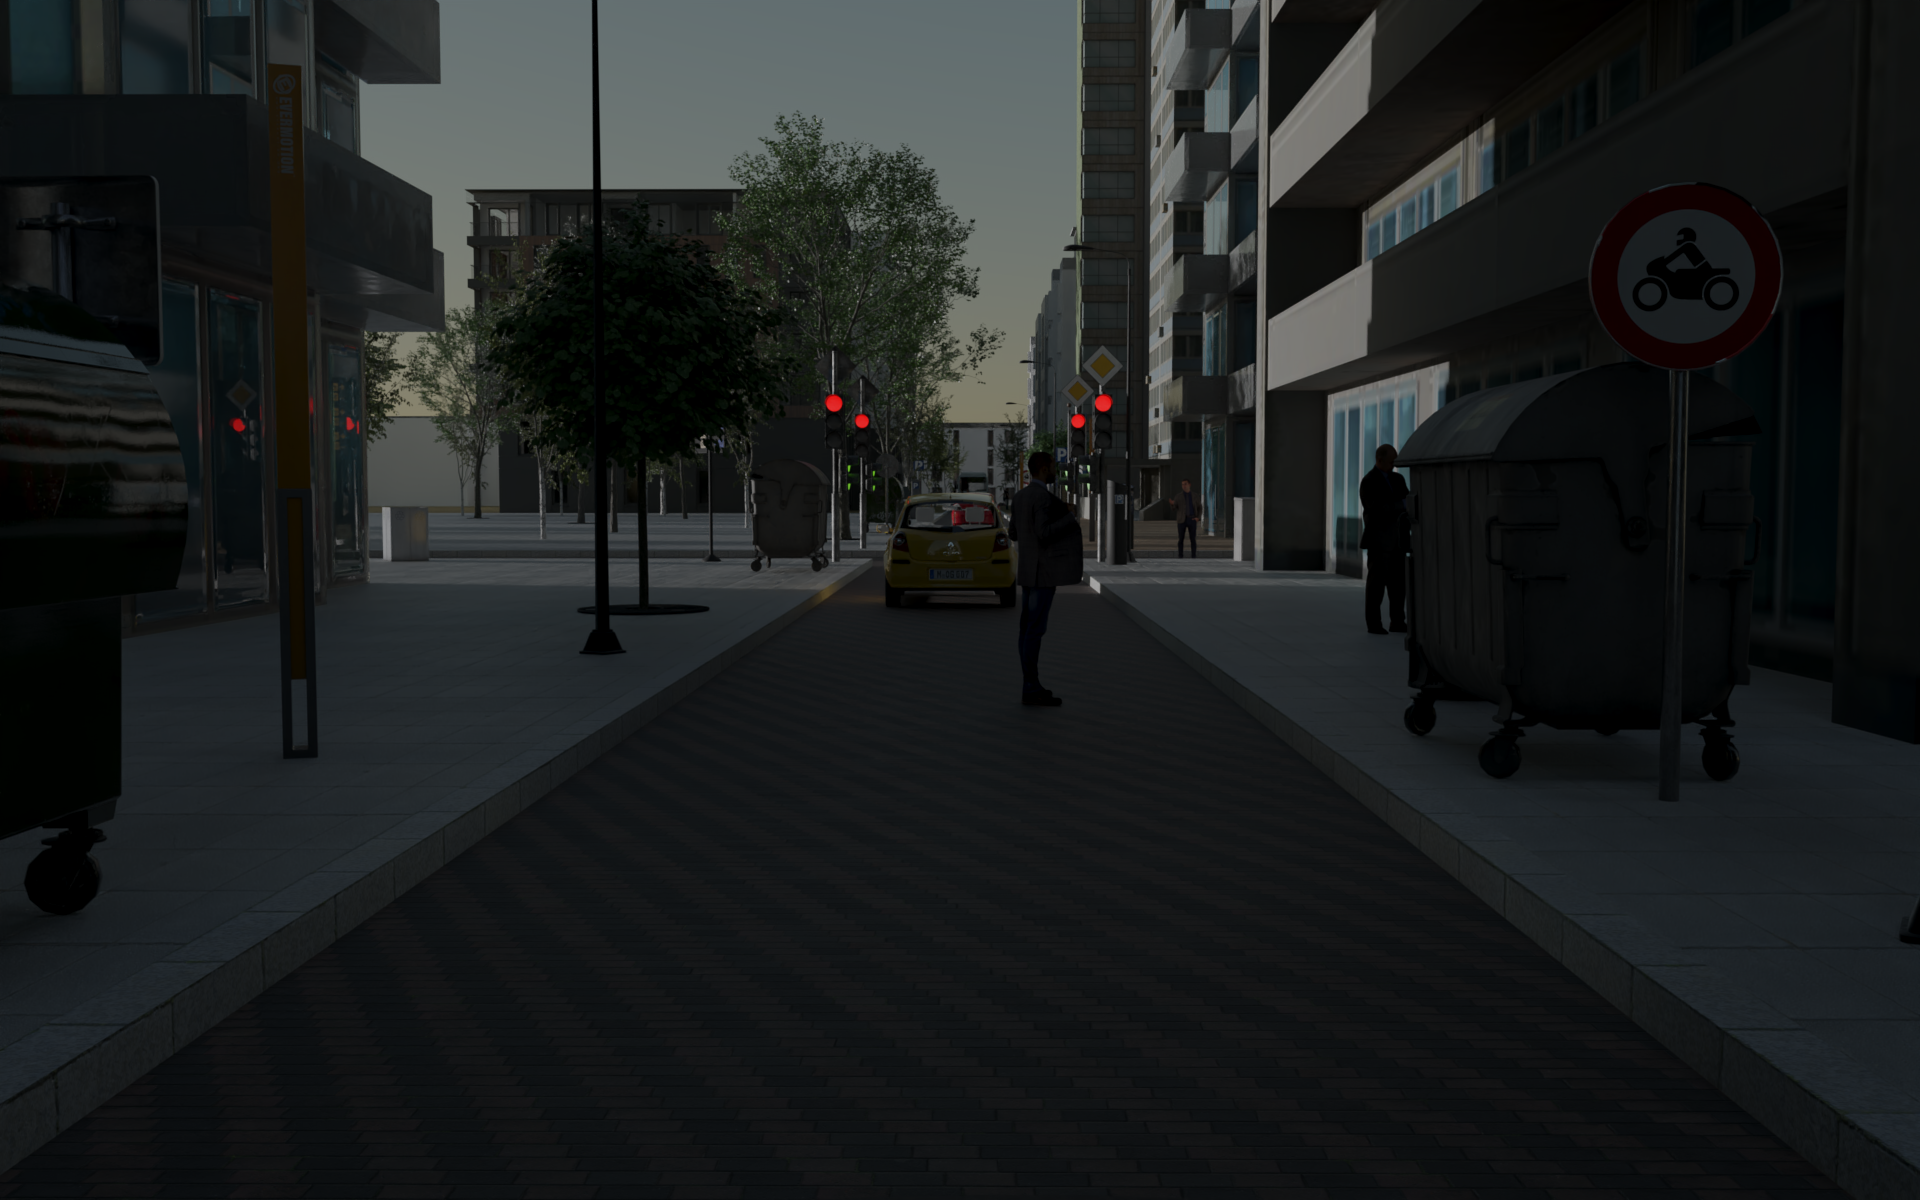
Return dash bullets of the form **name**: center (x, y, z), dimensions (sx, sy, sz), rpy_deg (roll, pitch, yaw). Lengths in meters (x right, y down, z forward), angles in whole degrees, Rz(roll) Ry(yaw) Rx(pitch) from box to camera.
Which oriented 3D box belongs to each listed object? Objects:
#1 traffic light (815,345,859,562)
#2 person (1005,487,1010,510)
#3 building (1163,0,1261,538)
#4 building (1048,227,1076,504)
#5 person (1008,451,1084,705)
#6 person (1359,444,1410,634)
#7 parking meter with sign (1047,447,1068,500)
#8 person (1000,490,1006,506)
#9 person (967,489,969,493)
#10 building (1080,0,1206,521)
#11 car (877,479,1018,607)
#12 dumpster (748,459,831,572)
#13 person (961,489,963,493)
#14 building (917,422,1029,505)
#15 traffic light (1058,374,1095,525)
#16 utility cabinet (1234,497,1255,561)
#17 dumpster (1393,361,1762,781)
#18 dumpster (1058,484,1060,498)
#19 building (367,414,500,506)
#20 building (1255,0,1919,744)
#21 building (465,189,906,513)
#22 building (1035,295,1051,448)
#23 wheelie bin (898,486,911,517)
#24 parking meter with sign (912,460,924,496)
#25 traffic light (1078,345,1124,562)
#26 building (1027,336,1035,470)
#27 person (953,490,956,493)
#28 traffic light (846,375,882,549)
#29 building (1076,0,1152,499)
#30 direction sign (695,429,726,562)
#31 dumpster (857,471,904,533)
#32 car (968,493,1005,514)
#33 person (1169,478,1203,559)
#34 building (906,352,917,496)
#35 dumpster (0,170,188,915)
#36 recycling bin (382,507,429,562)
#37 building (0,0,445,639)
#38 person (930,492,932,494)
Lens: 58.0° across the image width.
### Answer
- **traffic light**: center (-2.336, -2.681, 32.763), dimensions (0.839, 4.253, 0.868), rpy_deg (0, 4, 1)
- **person**: center (3.806, -8.067, 137.949), dimensions (0.705, 1.822, 1.348), rpy_deg (0, 4, -4)
- **building**: center (21.714, -26.542, 53.569), dimensions (30.456, 49.044, 23.786), rpy_deg (0, 4, 1)
- **building**: center (14.614, -16.632, 128.359), dimensions (16.016, 20.091, 11.380), rpy_deg (0, 4, 1)
- **person**: center (0.596, -0.159, 11.924), dimensions (0.431, 1.722, 0.655), rpy_deg (-1, 4, -13)
- **person**: center (3.971, -0.559, 15.876), dimensions (0.600, 1.739, 0.565), rpy_deg (2, 4, 26)
- **parking meter with sign**: center (3.385, -4.237, 65.535), dimensions (0.543, 3.016, 1.738), rpy_deg (-2, 4, -29)
- **person**: center (4.673, -10.848, 184.131), dimensions (1.217, 1.735, 0.721), rpy_deg (-3, 5, -43)
- **person**: center (0.580, -7.562, 132.229), dimensions (0.705, 1.812, 1.348), rpy_deg (-3, 5, -43)
- **building**: center (22.701, -24.287, 88.969), dimensions (32.217, 40.220, 23.993), rpy_deg (0, 4, 1)
- **car**: center (-0.138, -0.808, 23.440), dimensions (2.015, 1.641, 3.980), rpy_deg (0, 4, -1)
- **dumpster**: center (-2.869, -1.433, 29.196), dimensions (1.264, 1.857, 1.865), rpy_deg (0, 4, 0)
- **person**: center (0.129, -7.148, 125.385), dimensions (0.705, 1.821, 1.348), rpy_deg (2, 4, 35)
- **building**: center (8.583, -16.220, 207.351), dimensions (28.070, 9.664, 9.099), rpy_deg (0, 4, 1)
- **traffic light**: center (2.738, -3.168, 40.719), dimensions (0.839, 4.253, 0.868), rpy_deg (0, 4, 1)
- **utility cabinet**: center (5.810, -1.367, 33.511), dimensions (1.020, 1.237, 0.306), rpy_deg (-2, 4, -24)
- **dumpster**: center (2.950, -0.164, 8.446), dimensions (1.264, 1.857, 1.865), rpy_deg (0, 4, 0)
- **dumpster**: center (3.495, -3.953, 70.392), dimensions (1.264, 1.857, 1.865), rpy_deg (0, 4, 0)
- **building**: center (-51.422, -14.881, 185.459), dimensions (28.070, 9.664, 9.099), rpy_deg (0, 4, 1)
- **building**: center (15.630, -24.102, 17.773), dimensions (21.300, 48.544, 21.600), rpy_deg (0, 4, 1)
- **building**: center (-18.971, -17.648, 132.520), dimensions (27.936, 21.610, 32.646), rpy_deg (0, 4, 1)
- **building**: center (15.944, -18.082, 162.090), dimensions (16.747, 18.905, 31.486), rpy_deg (0, 4, 1)
- **wheelie bin**: center (-2.453, -3.883, 71.390), dimensions (0.980, 1.594, 0.693), rpy_deg (-2, 4, -30)
- **parking meter with sign**: center (-2.247, -5.657, 88.751), dimensions (0.543, 3.016, 1.738), rpy_deg (0, 4, 8)
- **traffic light**: center (2.666, -2.680, 32.734), dimensions (0.839, 4.253, 0.868), rpy_deg (0, 4, 1)
- **building**: center (15.230, -20.002, 183.453), dimensions (16.016, 20.091, 11.380), rpy_deg (0, 4, 1)
- **person**: center (-0.338, -8.174, 142.861), dimensions (0.721, 1.736, 1.217), rpy_deg (0, 4, 1)
- **traffic light**: center (-2.263, -3.170, 40.748), dimensions (0.839, 4.253, 0.868), rpy_deg (0, 4, 1)
- **building**: center (14.196, -25.959, 108.019), dimensions (14.154, 41.232, 14.086), rpy_deg (0, 4, 1)
- **direction sign**: center (-4.735, -2.500, 32.878), dimensions (0.876, 3.537, 0.379), rpy_deg (3, 5, 44)
- **dumpster**: center (-2.650, -3.379, 57.747), dimensions (1.502, 2.255, 1.985), rpy_deg (0, 4, 1)
- **car**: center (0.640, -3.477, 65.897), dimensions (2.155, 1.783, 4.494), rpy_deg (0, 4, 2)
- **person**: center (4.714, -1.664, 36.234), dimensions (0.617, 1.759, 0.750), rpy_deg (1, 4, 20)
- **building**: center (-20.988, -20.261, 175.234), dimensions (32.646, 21.610, 27.936), rpy_deg (0, 4, 1)
- **dumpster**: center (-3.151, -0.119, 4.441), dimensions (1.502, 2.255, 1.985), rpy_deg (0, 4, 1)
- **recycling bin**: center (-10.674, -1.272, 33.349), dimensions (0.722, 1.027, 0.722), rpy_deg (-2, 4, -30)
- **building**: center (-21.340, -24.127, 14.087), dimensions (30.456, 49.044, 23.786), rpy_deg (0, 4, 1)
- **person**: center (-2.408, -8.075, 141.255), dimensions (0.628, 1.438, 0.799), rpy_deg (-3, 4, -37)
